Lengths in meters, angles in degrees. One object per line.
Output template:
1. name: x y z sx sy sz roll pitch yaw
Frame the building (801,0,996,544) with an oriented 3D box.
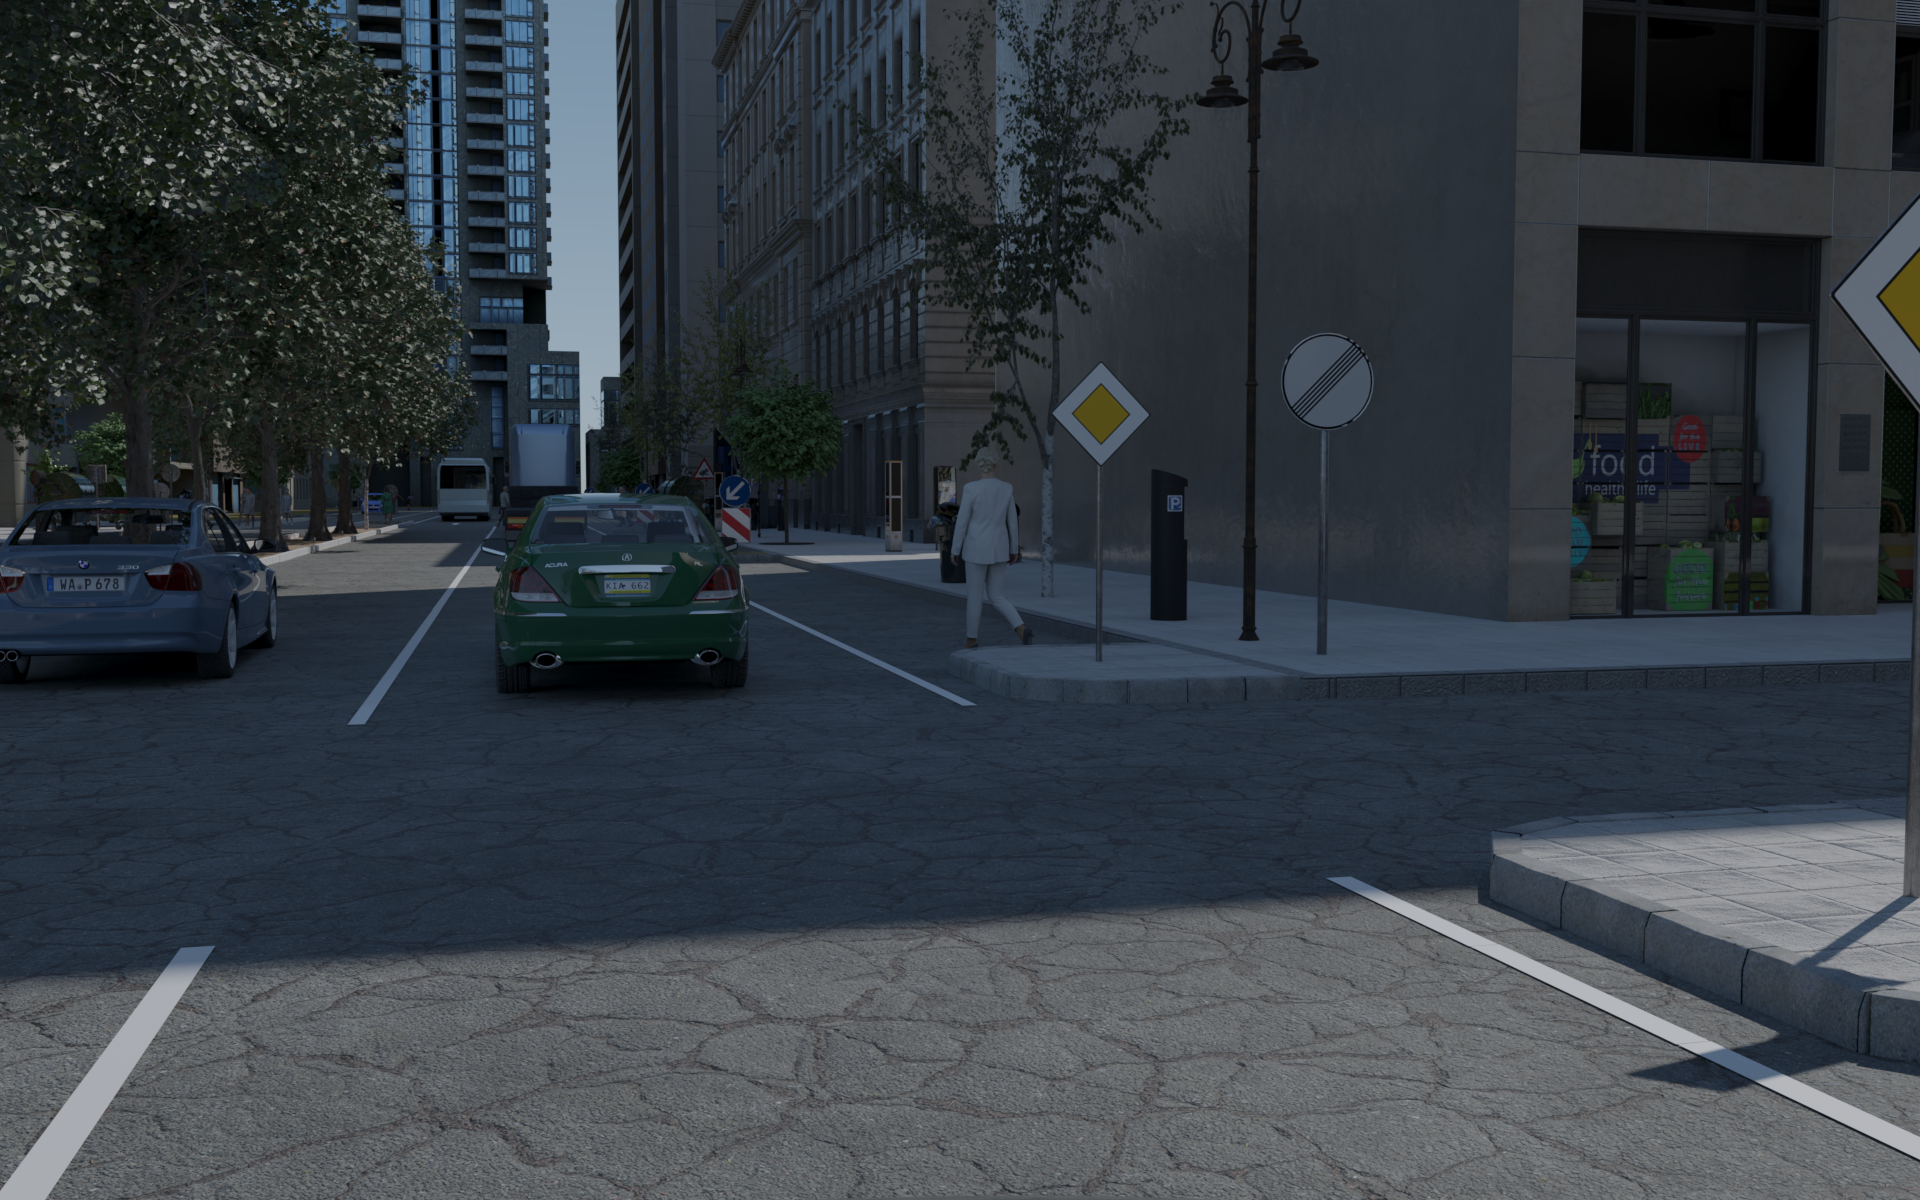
1. building: 1.389 -12.519 53.837 9.793 20.994 18.267 -1 4 -14

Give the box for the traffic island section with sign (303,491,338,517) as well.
1. traffic island section with sign: -39.804 -6.072 107.905 1.989 1.847 2.006 -1 4 -14

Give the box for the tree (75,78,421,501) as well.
1. tree: -14.879 -5.939 33.974 8.767 10.594 7.601 -1 4 -14

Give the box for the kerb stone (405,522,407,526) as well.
1. kerb stone: -24.371 -3.265 75.628 0.120 0.150 1.000 -1 4 -14

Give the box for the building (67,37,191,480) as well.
1. building: -56.686 -30.593 89.428 28.713 52.752 27.495 -1 4 -14

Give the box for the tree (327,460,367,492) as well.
1. tree: -52.592 -10.091 148.700 4.285 4.588 4.351 0 3 0

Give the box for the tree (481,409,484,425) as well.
1. tree: -19.586 -8.138 52.530 9.611 12.733 9.660 0 3 0

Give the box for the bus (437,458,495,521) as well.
1. bus: -27.056 -6.124 94.984 2.948 3.499 13.247 -1 4 -14

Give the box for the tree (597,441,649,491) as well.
1. tree: -21.086 -7.631 108.476 4.285 4.588 4.351 0 3 0

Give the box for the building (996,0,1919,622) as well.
1. building: 19.580 -13.790 29.981 34.151 26.468 19.350 -1 4 -14

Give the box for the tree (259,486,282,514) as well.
1. tree: -43.750 -9.816 110.850 4.737 8.622 4.395 0 3 0

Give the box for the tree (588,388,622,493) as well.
1. tree: -23.783 -10.383 120.123 4.360 8.622 3.978 0 3 0

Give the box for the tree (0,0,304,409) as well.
1. tree: -9.680 -6.417 14.031 9.857 13.997 8.962 0 3 0

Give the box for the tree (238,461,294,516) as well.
1. tree: -41.329 -7.314 103.297 4.285 4.588 4.351 0 3 0

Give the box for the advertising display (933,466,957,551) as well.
1. advertising display: -0.339 -2.106 39.653 0.123 1.923 0.974 2 4 26

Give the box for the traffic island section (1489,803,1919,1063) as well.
1. traffic island section: 3.056 1.024 5.547 2.009 0.180 2.903 -1 4 -14

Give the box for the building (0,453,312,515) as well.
1. building: -67.414 -17.722 134.793 28.899 21.520 27.650 -1 4 -14

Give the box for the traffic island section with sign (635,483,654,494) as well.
1. traffic island section with sign: -11.674 -3.343 63.280 1.989 1.847 2.006 -1 4 -14

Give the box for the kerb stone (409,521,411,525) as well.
1. kerb stone: -25.130 -3.451 78.615 0.120 0.150 1.000 -1 4 -14

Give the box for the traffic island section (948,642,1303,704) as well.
1. traffic island section: 1.082 0.550 13.285 2.009 0.180 2.903 -1 4 -14

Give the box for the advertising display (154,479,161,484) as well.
1. advertising display: -34.189 -4.160 73.225 0.974 1.923 0.123 1 4 22

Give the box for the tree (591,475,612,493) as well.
1. tree: -29.788 -9.196 144.958 1.663 3.219 1.824 0 3 0

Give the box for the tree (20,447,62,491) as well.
1. tree: -32.725 -4.131 62.145 1.663 3.219 1.824 0 3 0

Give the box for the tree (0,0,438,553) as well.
1. tree: -16.975 -7.516 42.344 9.611 12.733 9.660 0 3 0

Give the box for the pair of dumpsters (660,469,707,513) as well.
1. pair of dumpsters: -10.996 -4.065 68.951 1.574 2.255 4.437 -1 4 -14

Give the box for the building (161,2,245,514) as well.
1. building: -54.807 -28.226 111.613 14.600 45.320 14.200 -1 4 -14

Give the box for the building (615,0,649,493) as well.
1. building: -18.047 -32.150 149.350 21.300 48.544 21.600 -1 4 -14

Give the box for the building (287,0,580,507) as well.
1. building: -55.254 -52.813 176.167 31.000 86.520 22.319 -1 4 -14

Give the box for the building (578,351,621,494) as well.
1. building: -24.276 -53.263 183.522 31.000 86.520 22.319 -1 4 -14

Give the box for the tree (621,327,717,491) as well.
1. tree: -12.679 -7.686 76.032 4.360 8.622 3.978 0 3 0

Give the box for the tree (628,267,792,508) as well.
1. tree: -7.237 -6.426 55.420 4.737 8.622 4.395 0 3 0

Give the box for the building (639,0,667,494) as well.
1. building: -16.542 -29.384 130.541 14.600 45.320 14.200 -1 4 -14

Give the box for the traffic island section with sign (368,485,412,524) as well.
1. traffic island section with sign: -27.400 -4.593 83.233 2.006 1.907 1.989 -1 4 -14

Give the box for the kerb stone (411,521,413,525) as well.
1. kerb stone: -25.377 -3.511 79.618 0.120 0.150 1.000 -1 4 -14

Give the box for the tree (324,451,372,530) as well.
1. tree: -23.746 -7.109 69.054 4.360 8.622 3.978 0 3 0

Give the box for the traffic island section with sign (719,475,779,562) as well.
1. traffic island section with sign: -5.017 -1.745 37.157 1.989 1.847 2.006 -1 4 -14

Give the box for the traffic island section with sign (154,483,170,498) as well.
1. traffic island section with sign: -27.405 -3.096 59.254 1.989 1.847 2.006 -1 4 -14

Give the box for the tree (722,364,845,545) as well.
1. tree: -4.433 -3.700 44.203 4.285 4.588 4.351 0 3 0

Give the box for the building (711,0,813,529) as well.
1. building: -3.203 -17.005 75.298 12.463 27.353 25.104 -1 4 -14

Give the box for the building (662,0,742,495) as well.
1. building: -8.334 -34.761 110.347 21.231 58.520 28.212 -1 4 -14

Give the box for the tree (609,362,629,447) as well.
1. tree: -16.481 -8.638 91.591 4.737 8.622 4.395 0 3 0

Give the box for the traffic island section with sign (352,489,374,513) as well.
1. traffic island section with sign: -46.473 -7.670 134.026 1.989 1.847 2.006 -1 4 -14

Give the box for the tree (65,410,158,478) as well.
1. tree: -33.067 -5.138 67.728 4.285 4.588 4.351 0 3 0

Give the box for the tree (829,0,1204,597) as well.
1. tree: 0.859 -4.345 21.399 4.360 8.622 3.978 0 3 0

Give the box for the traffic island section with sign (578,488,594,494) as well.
1. traffic island section with sign: -24.132 -6.328 112.083 1.989 1.847 2.006 -1 4 -14

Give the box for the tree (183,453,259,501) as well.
1. tree: -37.617 -8.280 85.748 4.737 8.622 4.395 0 3 0

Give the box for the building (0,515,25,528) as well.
1. building: -47.970 -12.950 56.769 27.650 21.520 28.899 -1 4 -14
